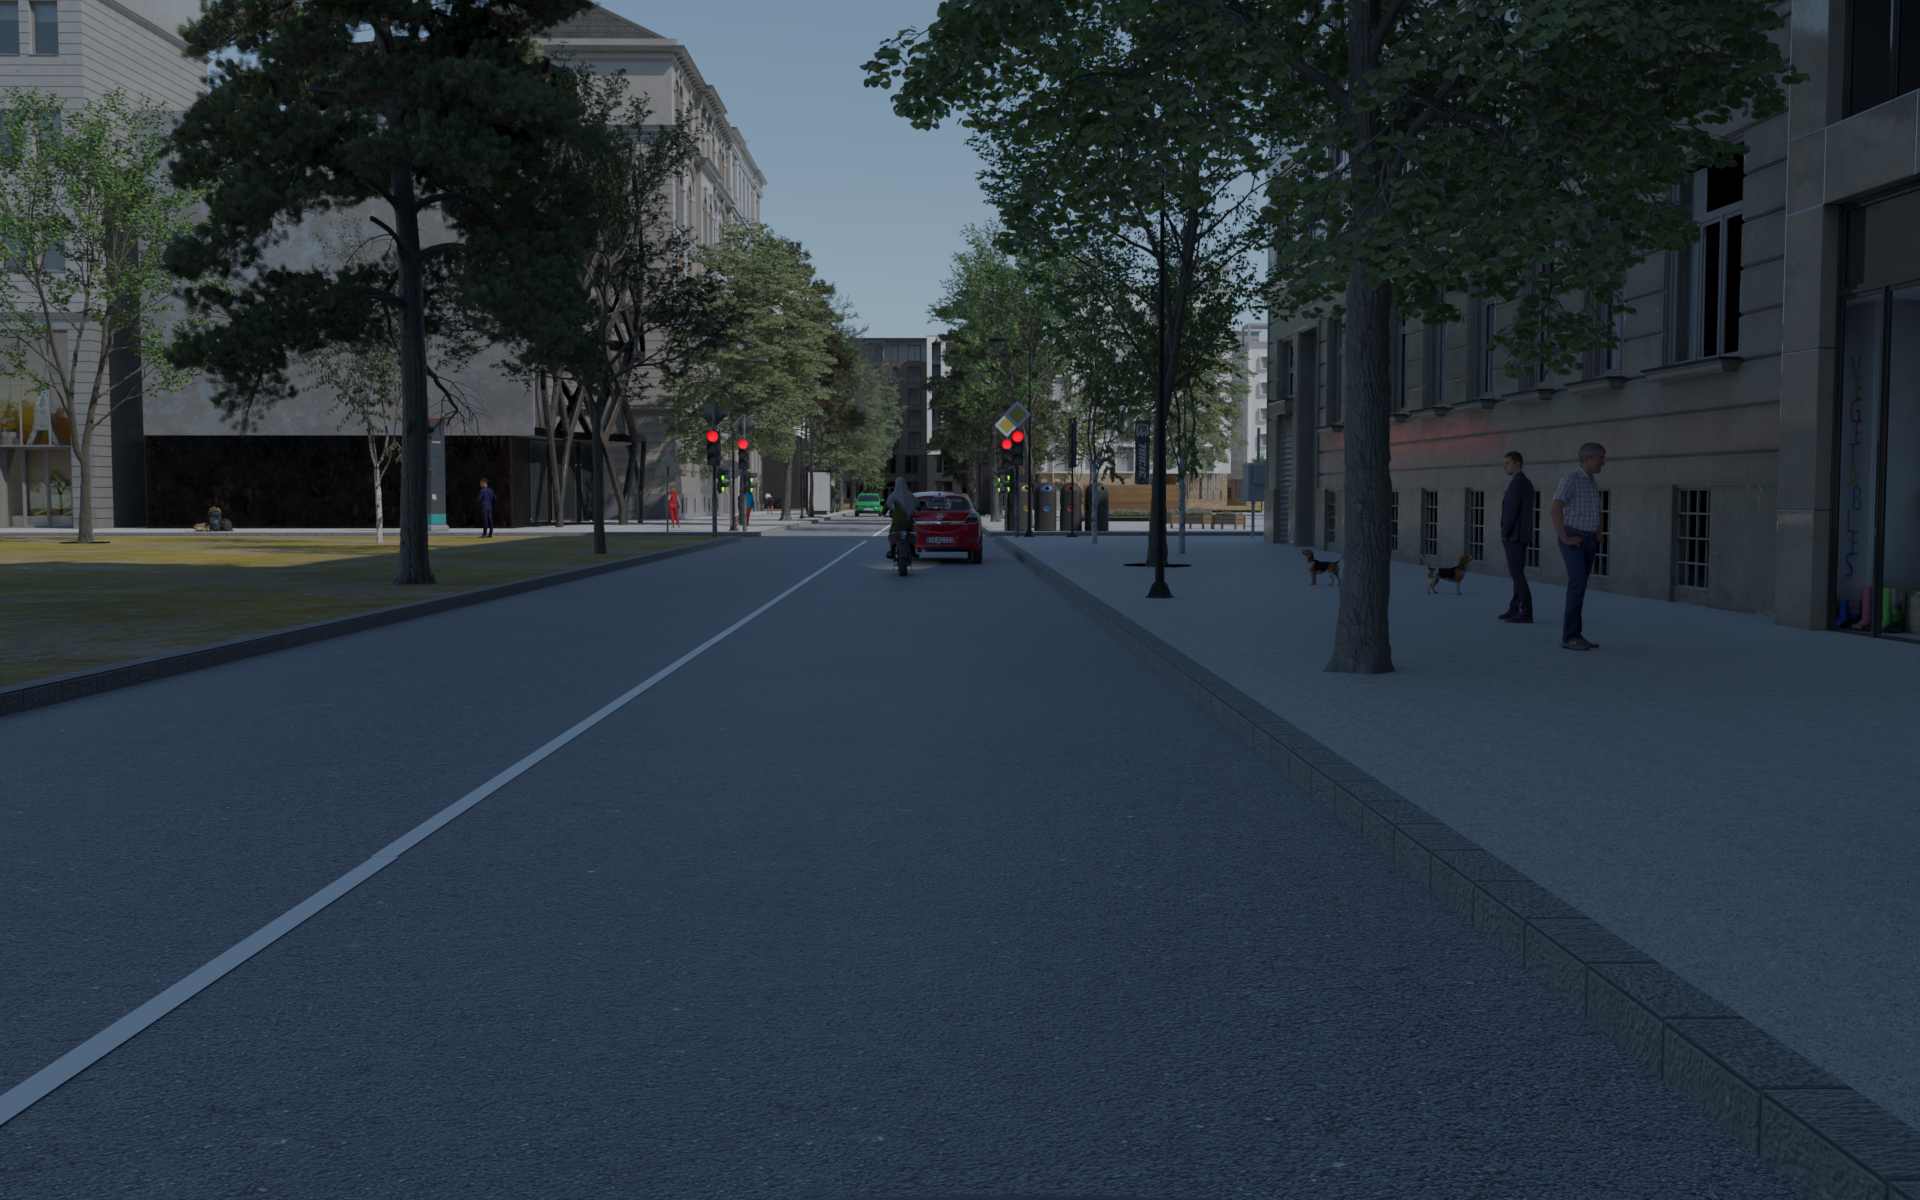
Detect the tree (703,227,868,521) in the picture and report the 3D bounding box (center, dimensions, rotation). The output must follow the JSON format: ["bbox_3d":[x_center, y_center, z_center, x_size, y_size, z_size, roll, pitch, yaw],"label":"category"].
[{"bbox_3d":[-8.072,-10.710,82.526,7.806,13.903,7.818,0,3,0],"label":"tree"}]

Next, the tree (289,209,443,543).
[{"bbox_3d":[-15.087,-5.758,44.514,4.360,8.622,3.978,0,3,0],"label":"tree"}]

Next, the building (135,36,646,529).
[{"bbox_3d":[-21.892,-12.512,72.028,16.820,18.784,16.811,0,4,-1],"label":"building"}]

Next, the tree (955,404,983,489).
[{"bbox_3d":[1.447,-10.521,122.378,4.360,8.622,3.978,0,3,0],"label":"tree"}]

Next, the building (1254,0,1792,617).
[{"bbox_3d":[15.554,-12.120,31.439,16.112,22.955,30.059,0,4,-1],"label":"building"}]

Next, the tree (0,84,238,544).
[{"bbox_3d":[-22.653,-7.261,44.471,9.928,11.665,9.643,0,3,0],"label":"tree"}]

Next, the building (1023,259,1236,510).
[{"bbox_3d":[13.822,-17.648,144.969,16.016,20.091,11.380,0,4,-1],"label":"building"}]

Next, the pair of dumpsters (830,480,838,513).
[{"bbox_3d":[-9.084,-6.983,116.669,1.574,2.255,4.436,0,4,-1],"label":"pair of dumpsters"}]

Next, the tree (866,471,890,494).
[{"bbox_3d":[-9.919,-13.677,207.330,4.285,4.588,4.351,0,3,0],"label":"tree"}]

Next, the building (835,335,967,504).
[{"bbox_3d":[-6.626,-24.035,236.947,32.646,21.610,27.936,0,4,-1],"label":"building"}]

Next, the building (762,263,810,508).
[{"bbox_3d":[-28.227,-18.781,151.038,27.936,21.610,32.646,0,4,-1],"label":"building"}]

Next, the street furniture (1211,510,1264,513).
[{"bbox_3d":[29.144,-7.076,120.728,27.439,1.986,14.083,0,4,5],"label":"street furniture"}]

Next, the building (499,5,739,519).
[{"bbox_3d":[-20.676,-19.001,98.063,14.401,28.519,23.554,0,4,-1],"label":"building"}]

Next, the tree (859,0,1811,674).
[{"bbox_3d":[2.845,-5.779,12.617,7.486,12.596,7.792,0,3,0],"label":"tree"}]

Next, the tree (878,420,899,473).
[{"bbox_3d":[-8.882,-13.514,155.371,7.601,10.594,8.767,0,4,1],"label":"tree"}]

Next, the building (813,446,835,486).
[{"bbox_3d":[-30.619,-20.287,198.153,31.486,18.905,16.747,0,4,-1],"label":"building"}]

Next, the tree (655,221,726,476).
[{"bbox_3d":[-8.533,-9.378,71.452,7.486,12.596,7.792,0,3,0],"label":"tree"}]

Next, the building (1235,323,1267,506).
[{"bbox_3d":[36.865,-20.890,197.964,11.380,20.091,16.016,0,4,-1],"label":"building"}]

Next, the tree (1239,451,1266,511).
[{"bbox_3d":[22.992,-9.097,132.452,4.285,4.588,4.351,0,3,0],"label":"tree"}]

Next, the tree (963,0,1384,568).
[{"bbox_3d":[3.641,-6.390,30.231,9.928,11.665,9.643,0,3,0],"label":"tree"}]

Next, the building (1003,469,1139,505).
[{"bbox_3d":[13.609,-19.802,190.217,16.747,18.905,31.486,0,4,-1],"label":"building"}]

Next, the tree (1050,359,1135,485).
[{"bbox_3d":[8.981,-11.093,115.789,7.601,10.594,8.767,-1,4,-9],"label":"tree"}]

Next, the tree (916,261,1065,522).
[{"bbox_3d":[1.538,-9.649,79.811,6.751,12.117,7.091,0,3,0],"label":"tree"}]

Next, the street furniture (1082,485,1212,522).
[{"bbox_3d":[9.306,-4.639,82.703,11.010,1.723,9.812,0,4,7],"label":"street furniture"}]

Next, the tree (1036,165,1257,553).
[{"bbox_3d":[4.578,-5.308,37.142,4.737,8.622,4.395,0,3,0],"label":"tree"}]

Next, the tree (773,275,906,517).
[{"bbox_3d":[-8.199,-11.392,96.633,12.009,13.543,11.850,0,3,0],"label":"tree"}]

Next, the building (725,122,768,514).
[{"bbox_3d":[-20.858,-20.425,119.851,13.634,28.700,20.117,0,4,-1],"label":"building"}]

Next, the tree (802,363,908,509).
[{"bbox_3d":[-8.915,-14.553,144.598,9.857,13.997,8.962,0,3,0],"label":"tree"}]

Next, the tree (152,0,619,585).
[{"bbox_3d":[-7.757,-6.259,24.391,6.751,12.117,7.091,0,3,0],"label":"tree"}]

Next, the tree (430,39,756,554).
[{"bbox_3d":[-7.979,-6.255,36.681,8.767,10.594,7.601,3,5,42],"label":"tree"}]

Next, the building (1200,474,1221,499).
[{"bbox_3d":[25.515,-22.324,231.447,31.486,18.905,16.747,0,4,-1],"label":"building"}]

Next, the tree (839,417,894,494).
[{"bbox_3d":[-9.634,-15.413,174.059,6.751,12.117,7.091,0,3,0],"label":"tree"}]

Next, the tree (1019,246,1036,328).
[{"bbox_3d":[3.718,-5.759,44.529,4.737,8.622,4.395,0,3,0],"label":"tree"}]

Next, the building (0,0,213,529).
[{"bbox_3d":[-46.638,-17.778,68.163,29.804,29.767,11.434,0,4,-1],"label":"building"}]

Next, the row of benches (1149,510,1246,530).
[{"bbox_3d":[8.685,-2.970,64.030,4.104,0.672,1.422,3,5,44],"label":"row of benches"}]
